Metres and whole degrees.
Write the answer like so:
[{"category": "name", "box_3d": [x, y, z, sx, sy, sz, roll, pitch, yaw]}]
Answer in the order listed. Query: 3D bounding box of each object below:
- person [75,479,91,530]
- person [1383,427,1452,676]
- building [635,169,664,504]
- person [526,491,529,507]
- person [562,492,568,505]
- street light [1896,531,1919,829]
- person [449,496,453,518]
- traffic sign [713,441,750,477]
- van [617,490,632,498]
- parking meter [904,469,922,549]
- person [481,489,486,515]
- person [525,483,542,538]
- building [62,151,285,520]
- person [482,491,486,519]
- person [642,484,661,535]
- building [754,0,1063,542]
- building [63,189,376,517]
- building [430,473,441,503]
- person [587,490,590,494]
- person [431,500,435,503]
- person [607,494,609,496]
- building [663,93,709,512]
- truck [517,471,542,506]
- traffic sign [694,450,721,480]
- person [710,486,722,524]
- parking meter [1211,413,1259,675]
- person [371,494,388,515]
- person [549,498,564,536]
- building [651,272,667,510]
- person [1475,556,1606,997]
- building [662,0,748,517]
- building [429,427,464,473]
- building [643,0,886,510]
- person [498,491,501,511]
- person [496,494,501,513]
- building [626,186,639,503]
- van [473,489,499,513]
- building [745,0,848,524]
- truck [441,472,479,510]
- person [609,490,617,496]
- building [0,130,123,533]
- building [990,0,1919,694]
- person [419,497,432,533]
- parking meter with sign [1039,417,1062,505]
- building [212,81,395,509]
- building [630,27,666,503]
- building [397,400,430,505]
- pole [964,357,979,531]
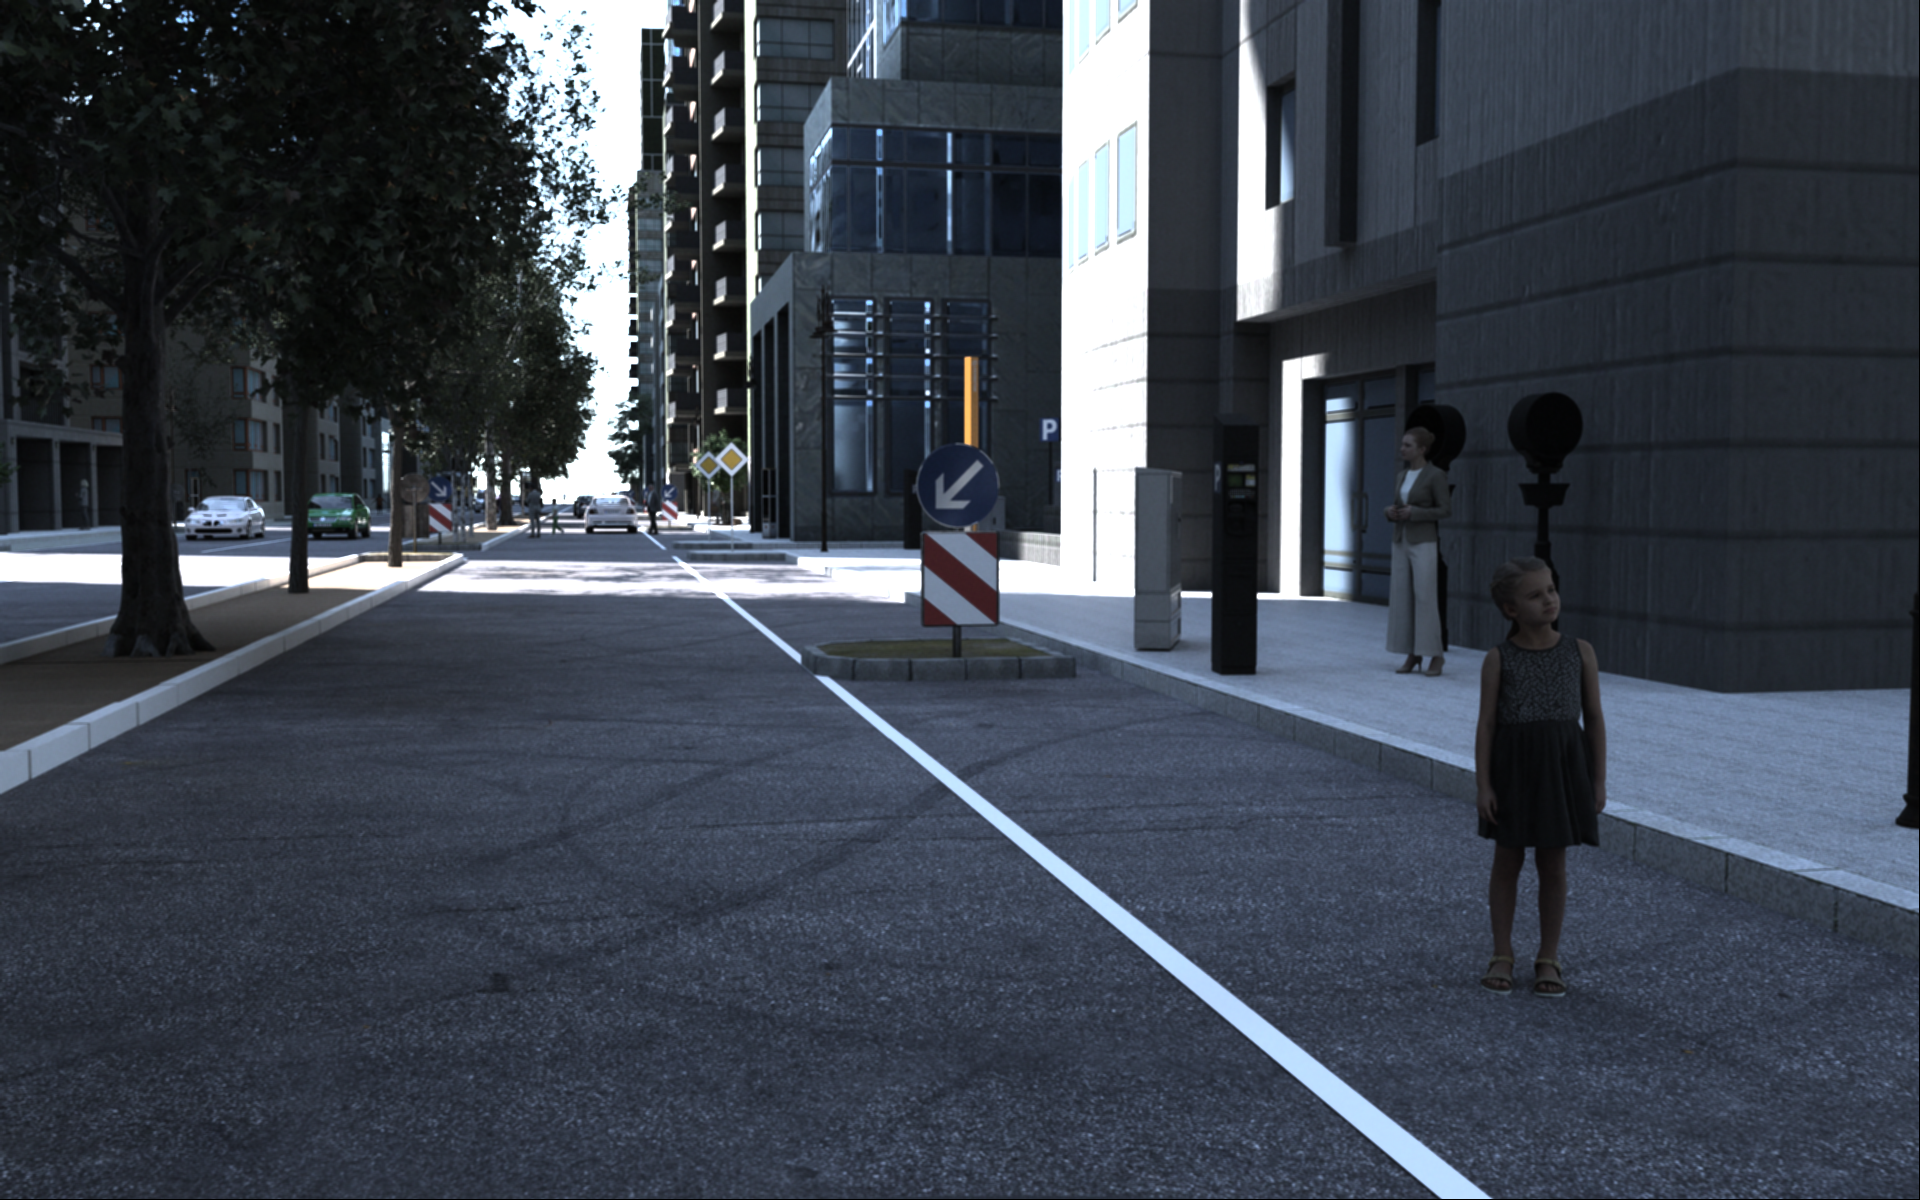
[{"category": "person", "box_3d": [-31.073, -3.368, 61.285, 0.526, 1.800, 0.537, 0, 4, -5]}, {"category": "person", "box_3d": [3.227, -0.353, 12.368, 0.362, 1.759, 0.519, -2, 4, -30]}, {"category": "building", "box_3d": [-34.253, -32.925, 221.911, 14.154, 41.232, 14.086, -1, 4, -12]}, {"category": "person", "box_3d": [-46.525, -10.881, 186.504, 0.705, 1.812, 1.348, 0, 4, -1]}, {"category": "person", "box_3d": [-49.881, -12.779, 218.368, 0.756, 1.711, 0.436, 0, 4, 6]}, {"category": "street light", "box_3d": [3.721, -2.063, 6.521, 0.468, 5.910, 1.993, -1, 4, -12]}, {"category": "person", "box_3d": [-29.743, -5.546, 101.774, 0.503, 1.515, 0.523, 3, 4, 36]}, {"category": "traffic sign", "box_3d": [-5.038, -2.215, 38.404, 0.795, 2.593, 0.064, -1, 4, -12]}, {"category": "van", "box_3d": [-35.965, -10.908, 185.354, 2.013, 2.044, 4.112, -1, 4, -12]}, {"category": "parking meter", "box_3d": [-1.084, -2.111, 40.234, 0.399, 1.863, 0.255, -2, 4, -33]}, {"category": "person", "box_3d": [-32.250, -6.673, 117.857, 0.529, 1.795, 0.600, -3, 5, -39]}, {"category": "person", "box_3d": [-14.016, -2.945, 56.831, 0.466, 1.800, 0.511, 2, 4, 24]}, {"category": "building", "box_3d": [-51.091, -15.320, 95.529, 27.650, 21.520, 28.899, -1, 4, -12]}, {"category": "person", "box_3d": [-27.167, -5.552, 99.869, 0.593, 1.750, 0.643, -3, 5, -42]}, {"category": "person", "box_3d": [-10.905, -3.193, 61.108, 0.661, 1.777, 0.834, 2, 4, 24]}, {"category": "building", "box_3d": [8.447, -45.573, 57.789, 31.000, 86.520, 22.319, -1, 4, -12]}, {"category": "building", "box_3d": [-59.396, -17.262, 127.274, 27.650, 21.520, 28.899, -1, 4, -12]}, {"category": "building", "box_3d": [-71.985, -46.844, 204.156, 20.563, 71.187, 20.611, -1, 4, -12]}, {"category": "person", "box_3d": [-30.717, -8.186, 143.059, 1.217, 1.735, 0.721, 1, 4, 12]}, {"category": "person", "box_3d": [-36.988, -6.894, 121.353, 1.348, 1.807, 0.705, -1, 4, -18]}, {"category": "person", "box_3d": [-38.554, -10.918, 190.225, 0.599, 1.433, 0.991, -1, 4, -20]}, {"category": "building", "box_3d": [-15.041, -21.880, 129.445, 14.160, 30.474, 14.107, -1, 4, -12]}, {"category": "truck", "box_3d": [-52.599, -13.642, 211.959, 2.839, 4.237, 11.283, -1, 4, -13]}, {"category": "traffic sign", "box_3d": [-6.676, -2.693, 46.220, 0.795, 2.593, 0.064, -1, 4, -12]}, {"category": "person", "box_3d": [-10.338, -4.118, 73.497, 0.853, 1.813, 0.709, -2, 4, -25]}, {"category": "parking meter", "box_3d": [1.963, -0.407, 12.370, 0.255, 1.863, 0.399, 0, 4, -5]}, {"category": "person", "box_3d": [-39.668, -6.520, 118.357, 1.065, 1.426, 0.557, -2, 4, -25]}, {"category": "person", "box_3d": [-13.876, -2.863, 59.561, 0.590, 1.304, 0.306, -3, 4, -39]}, {"category": "building", "box_3d": [-12.578, -18.784, 152.160, 27.650, 21.520, 28.899, -1, 4, -12]}, {"category": "person", "box_3d": [1.673, 0.500, 4.997, 0.362, 1.253, 0.373, 1, 4, 14]}, {"category": "building", "box_3d": [-6.622, -27.577, 105.505, 22.147, 44.769, 28.867, -1, 4, -12]}, {"category": "building", "box_3d": [-76.745, -36.800, 225.375, 21.300, 48.544, 21.600, -1, 4, -12]}, {"category": "building", "box_3d": [-21.632, -53.050, 180.039, 22.319, 86.520, 31.000, -1, 4, -12]}, {"category": "person", "box_3d": [-38.390, -8.282, 144.856, 0.756, 1.711, 0.436, 1, 4, 9]}, {"category": "person", "box_3d": [-34.359, -7.169, 128.942, 0.421, 1.427, 0.697, 2, 4, 25]}, {"category": "building", "box_3d": [-35.496, -36.028, 243.683, 22.147, 44.769, 28.867, -1, 4, -12]}, {"category": "van", "box_3d": [-36.248, -7.686, 132.675, 2.013, 2.044, 4.112, -1, 4, -12]}, {"category": "building", "box_3d": [-2.585, -24.025, 76.397, 14.154, 41.232, 14.086, -1, 4, -12]}, {"category": "truck", "box_3d": [-44.344, -9.632, 153.412, 3.469, 3.379, 9.791, -1, 4, -11]}, {"category": "person", "box_3d": [-30.467, -8.788, 152.116, 1.348, 1.831, 0.705, 1, 4, 20]}, {"category": "building", "box_3d": [-43.033, -38.168, 62.295, 20.563, 71.187, 20.611, -1, 4, -12]}, {"category": "building", "box_3d": [12.308, -29.552, 25.172, 21.231, 58.520, 28.212, -1, 4, -12]}, {"category": "person", "box_3d": [-19.604, -3.344, 63.373, 0.583, 1.804, 0.606, -1, 4, -10]}, {"category": "parking meter with sign", "box_3d": [2.556, -2.691, 40.260, 0.543, 3.016, 1.738, 3, 4, 37]}, {"category": "building", "box_3d": [-62.425, -51.531, 155.198, 22.319, 86.520, 31.000, -1, 4, -12]}, {"category": "building", "box_3d": [-40.828, -50.687, 266.991, 20.563, 71.187, 20.611, -1, 4, -12]}, {"category": "building", "box_3d": [-63.281, -32.409, 179.996, 14.600, 45.320, 14.200, -1, 4, -12]}, {"category": "pole", "box_3d": [0.172, -1.958, 25.858, 0.158, 3.312, 0.155, 0, 3, 0]}]
